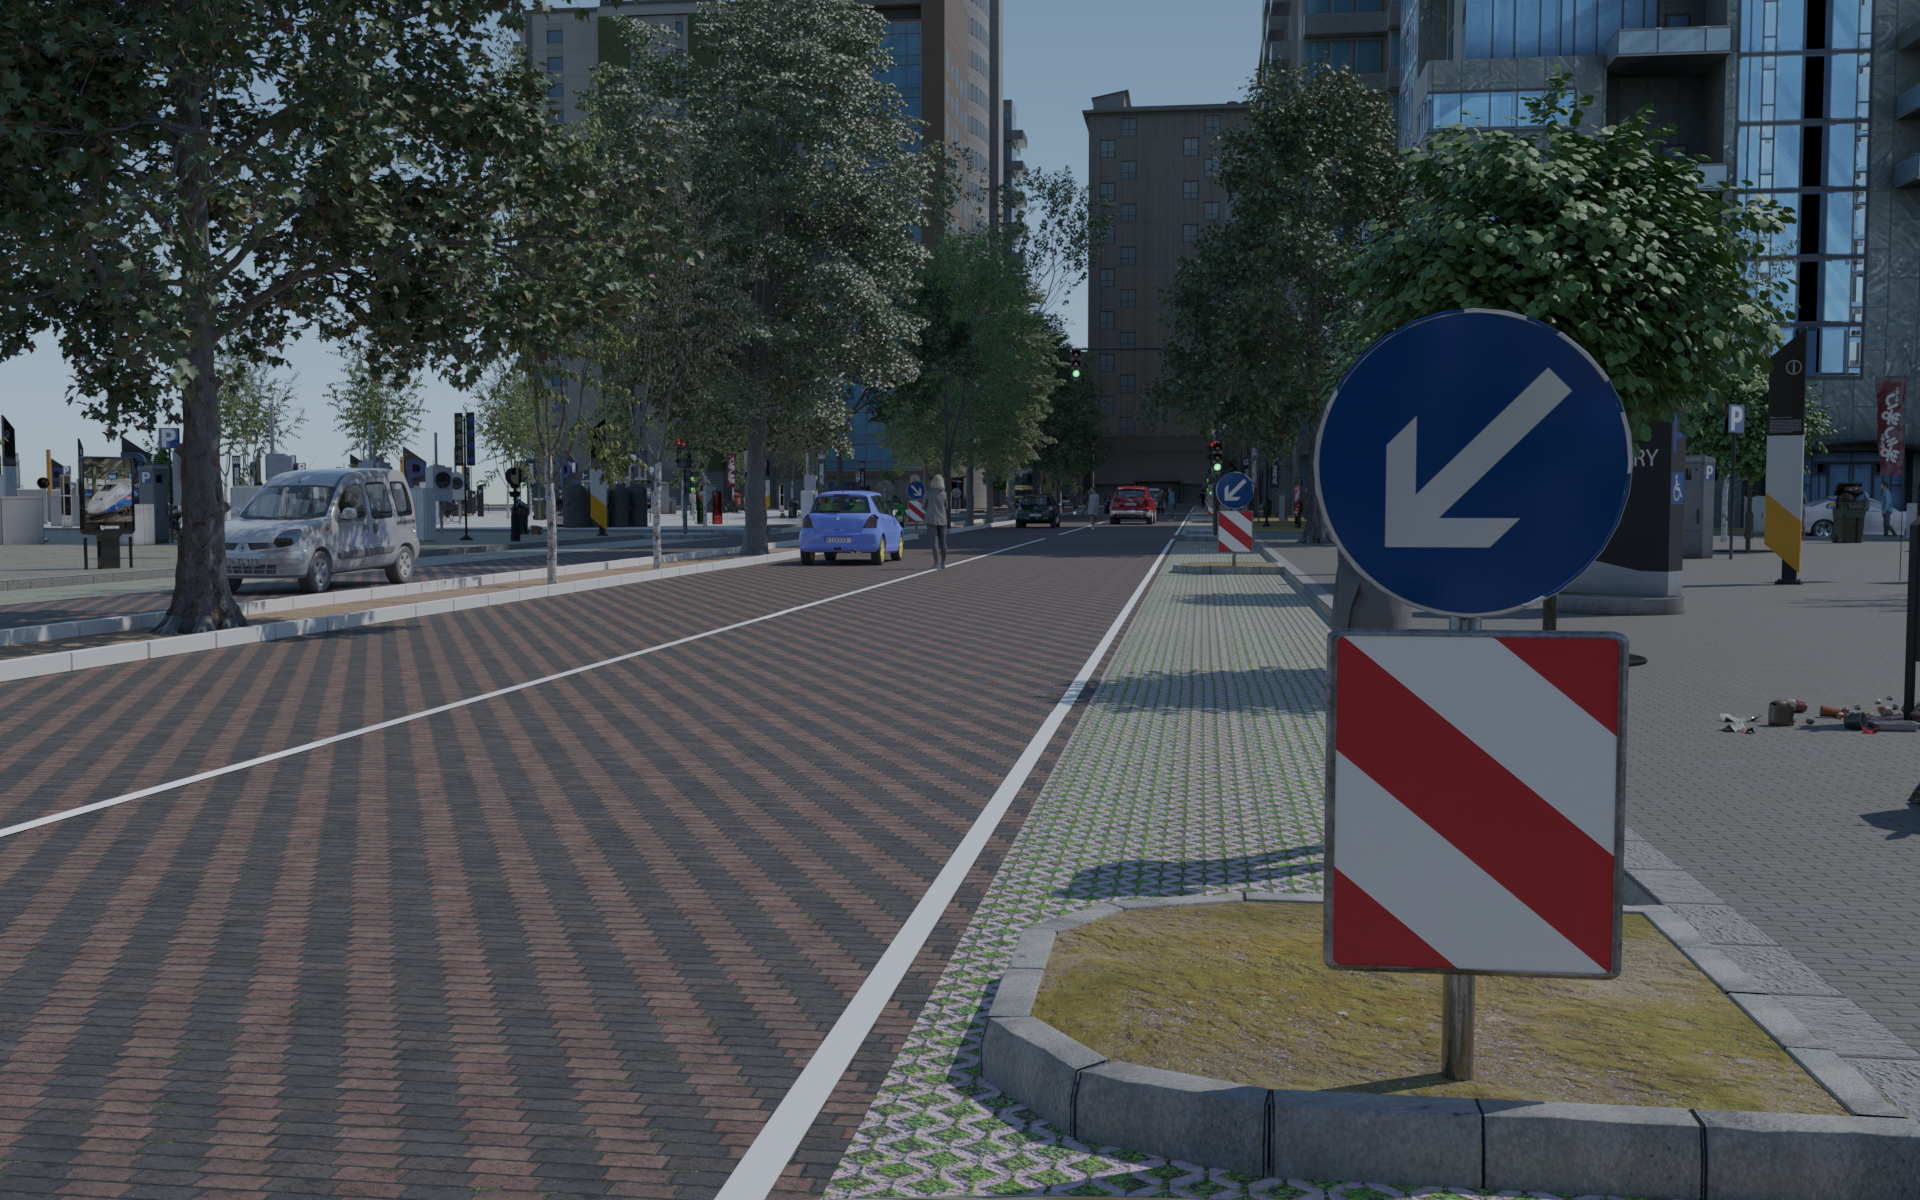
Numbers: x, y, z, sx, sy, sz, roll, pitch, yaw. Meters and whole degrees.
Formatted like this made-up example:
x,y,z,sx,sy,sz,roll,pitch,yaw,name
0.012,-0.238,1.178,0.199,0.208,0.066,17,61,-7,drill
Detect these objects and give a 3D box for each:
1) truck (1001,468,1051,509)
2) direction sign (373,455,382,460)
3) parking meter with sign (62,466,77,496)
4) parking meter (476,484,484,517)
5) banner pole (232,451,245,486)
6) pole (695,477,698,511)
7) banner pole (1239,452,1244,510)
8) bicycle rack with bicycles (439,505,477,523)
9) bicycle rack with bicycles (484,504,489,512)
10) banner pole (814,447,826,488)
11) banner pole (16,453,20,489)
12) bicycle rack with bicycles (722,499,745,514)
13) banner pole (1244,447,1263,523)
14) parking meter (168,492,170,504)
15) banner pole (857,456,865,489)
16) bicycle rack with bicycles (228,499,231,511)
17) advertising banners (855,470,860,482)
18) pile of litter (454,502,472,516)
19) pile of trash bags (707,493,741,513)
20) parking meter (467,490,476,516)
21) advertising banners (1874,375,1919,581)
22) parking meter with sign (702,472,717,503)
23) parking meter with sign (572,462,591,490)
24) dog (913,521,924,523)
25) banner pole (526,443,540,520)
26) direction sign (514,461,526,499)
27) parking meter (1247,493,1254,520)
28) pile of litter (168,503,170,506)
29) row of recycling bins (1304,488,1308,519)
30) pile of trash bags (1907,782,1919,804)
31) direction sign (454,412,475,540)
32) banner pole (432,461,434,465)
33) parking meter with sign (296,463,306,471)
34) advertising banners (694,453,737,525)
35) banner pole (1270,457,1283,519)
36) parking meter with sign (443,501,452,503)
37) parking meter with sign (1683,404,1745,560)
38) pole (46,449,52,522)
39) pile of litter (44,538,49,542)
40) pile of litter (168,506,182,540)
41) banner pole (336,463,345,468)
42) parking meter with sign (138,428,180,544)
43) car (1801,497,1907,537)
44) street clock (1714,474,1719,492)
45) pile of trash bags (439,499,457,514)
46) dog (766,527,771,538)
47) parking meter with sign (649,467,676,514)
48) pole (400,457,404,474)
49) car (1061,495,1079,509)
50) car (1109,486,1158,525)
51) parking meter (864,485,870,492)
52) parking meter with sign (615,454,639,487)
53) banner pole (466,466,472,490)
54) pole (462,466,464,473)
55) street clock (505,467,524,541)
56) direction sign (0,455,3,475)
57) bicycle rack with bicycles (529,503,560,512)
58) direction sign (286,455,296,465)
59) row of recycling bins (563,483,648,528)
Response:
x,y,z,sx,sy,sz,roll,pitch,yaw,name
5.257,-8.391,133.111,3.469,3.379,9.791,1,4,9,truck
-33.446,-6.573,99.472,0.379,3.537,0.876,2,4,32,direction sign
-55.014,-6.831,107.944,0.543,3.016,1.738,1,4,15,parking meter with sign
-27.042,-5.620,97.594,0.399,1.863,0.255,-1,4,-14,parking meter
-40.938,-6.632,98.448,0.863,3.779,0.401,-3,4,-36,banner pole
-20.249,-8.528,133.274,0.158,3.312,0.155,0,3,0,pole
16.868,-6.904,102.905,0.863,3.779,0.401,0,4,4,banner pole
-23.982,-4.008,78.916,2.925,0.926,2.852,1,4,13,bicycle rack with bicycles
-34.085,-6.561,120.653,2.852,0.926,2.925,-2,4,-34,bicycle rack with bicycles
-6.900,-5.794,84.746,0.863,3.779,0.401,2,4,28,banner pole
-60.891,-7.443,111.714,0.863,3.779,0.401,2,4,23,banner pole
-14.406,-6.181,114.443,2.925,0.926,2.852,-1,4,-20,bicycle rack with bicycles
13.289,-5.368,77.776,0.401,3.779,0.863,-2,4,-24,banner pole
-53.088,-6.746,116.007,0.399,1.863,0.255,3,5,42,parking meter
-6.570,-7.615,114.521,0.863,3.779,0.401,-3,5,-43,banner pole
-54.306,-7.100,129.462,2.852,0.926,2.925,0,4,5,bicycle rack with bicycles
-8.069,-7.904,125.417,2.074,3.025,0.090,1,4,17,advertising banners
-28.718,-5.252,99.838,1.176,0.858,1.719,-1,4,-20,pile of litter
-16.110,-6.715,119.548,1.912,1.369,3.447,1,4,23,pile of trash bags
-32.095,-6.468,114.155,0.372,1.533,0.369,0,3,0,parking meter
14.113,-1.765,25.039,0.090,3.025,2.074,-2,4,-25,advertising banners
-19.645,-8.609,137.017,1.738,3.016,0.543,2,4,27,parking meter with sign
-20.577,-6.108,96.125,1.738,3.016,0.543,-2,4,-31,parking meter with sign
-2.072,-4.072,86.771,0.550,0.427,0.748,0,4,1,dog
-20.768,-5.779,84.508,0.863,3.779,0.401,-2,4,-29,banner pole
-29.954,-7.708,118.021,0.876,3.537,0.379,0,4,5,direction sign
14.278,-4.857,85.123,0.255,1.863,0.399,0,4,-5,parking meter
-43.678,-4.968,95.189,1.719,0.858,1.176,-1,4,-15,pile of litter
18.184,-4.895,87.140,1.069,1.692,3.534,0,4,-5,row of recycling bins
4.833,0.242,5.788,1.912,1.369,3.447,0,4,2,pile of trash bags
-13.742,-3.432,48.112,0.876,3.537,0.379,3,4,38,direction sign
-39.162,-8.534,129.545,0.401,3.779,0.863,3,5,39,banner pole
-37.485,-6.185,97.386,1.738,3.016,0.543,3,4,37,parking meter with sign
-10.279,-4.703,73.086,2.074,3.025,0.090,-3,4,-38,advertising banners
16.523,-6.117,90.038,0.863,3.779,0.401,1,4,14,banner pole
-35.553,-7.453,118.122,1.738,3.016,0.543,-1,4,-22,parking meter with sign
14.639,-2.341,34.544,0.543,3.016,1.738,-2,4,-35,parking meter with sign
-41.640,-5.221,79.207,0.158,3.312,0.155,0,3,0,pole
-24.994,-1.960,46.007,1.719,0.858,1.176,3,4,37,pile of litter
-22.495,-2.151,49.133,1.719,0.858,1.176,3,5,42,pile of litter
-50.238,-9.214,140.659,0.863,3.779,0.401,-1,4,-22,banner pole
-20.876,-2.967,44.769,0.543,3.016,1.738,0,4,7,parking meter with sign
28.320,-2.587,54.660,4.827,1.381,2.083,0,4,6,car
18.749,-2.380,43.477,0.471,2.002,0.358,-1,4,-9,street clock
-31.949,-5.759,103.909,1.912,1.369,3.447,1,4,22,pile of trash bags
-5.584,-1.797,48.664,0.540,0.507,0.406,-1,4,-9,dog
-18.893,-6.973,110.262,0.543,3.016,1.738,3,5,44,parking meter with sign
-30.311,-6.134,94.140,0.158,3.312,0.155,0,3,0,pole
10.852,-9.798,172.771,1.945,1.354,3.894,1,4,9,car
8.315,-4.554,83.131,2.281,1.827,5.304,1,4,9,car
-6.193,-6.703,115.297,0.399,1.863,0.255,-2,4,-27,parking meter
-14.615,-4.787,74.526,0.543,3.016,1.738,2,4,33,parking meter with sign
-39.802,-9.210,140.597,0.401,3.779,0.863,1,4,20,banner pole
-32.337,-7.277,112.822,0.158,3.312,0.155,0,3,0,pole
-12.114,-2.604,47.141,0.358,2.002,0.471,3,4,37,street clock
-55.586,-6.646,100.660,0.876,3.537,0.379,-1,4,-17,direction sign
-29.386,-6.848,125.351,2.925,0.926,2.852,1,4,12,bicycle rack with bicycles
-38.876,-6.636,100.497,0.379,3.537,0.876,2,4,35,direction sign
-13.598,-3.646,66.719,3.534,1.692,1.069,-3,5,-43,row of recycling bins
